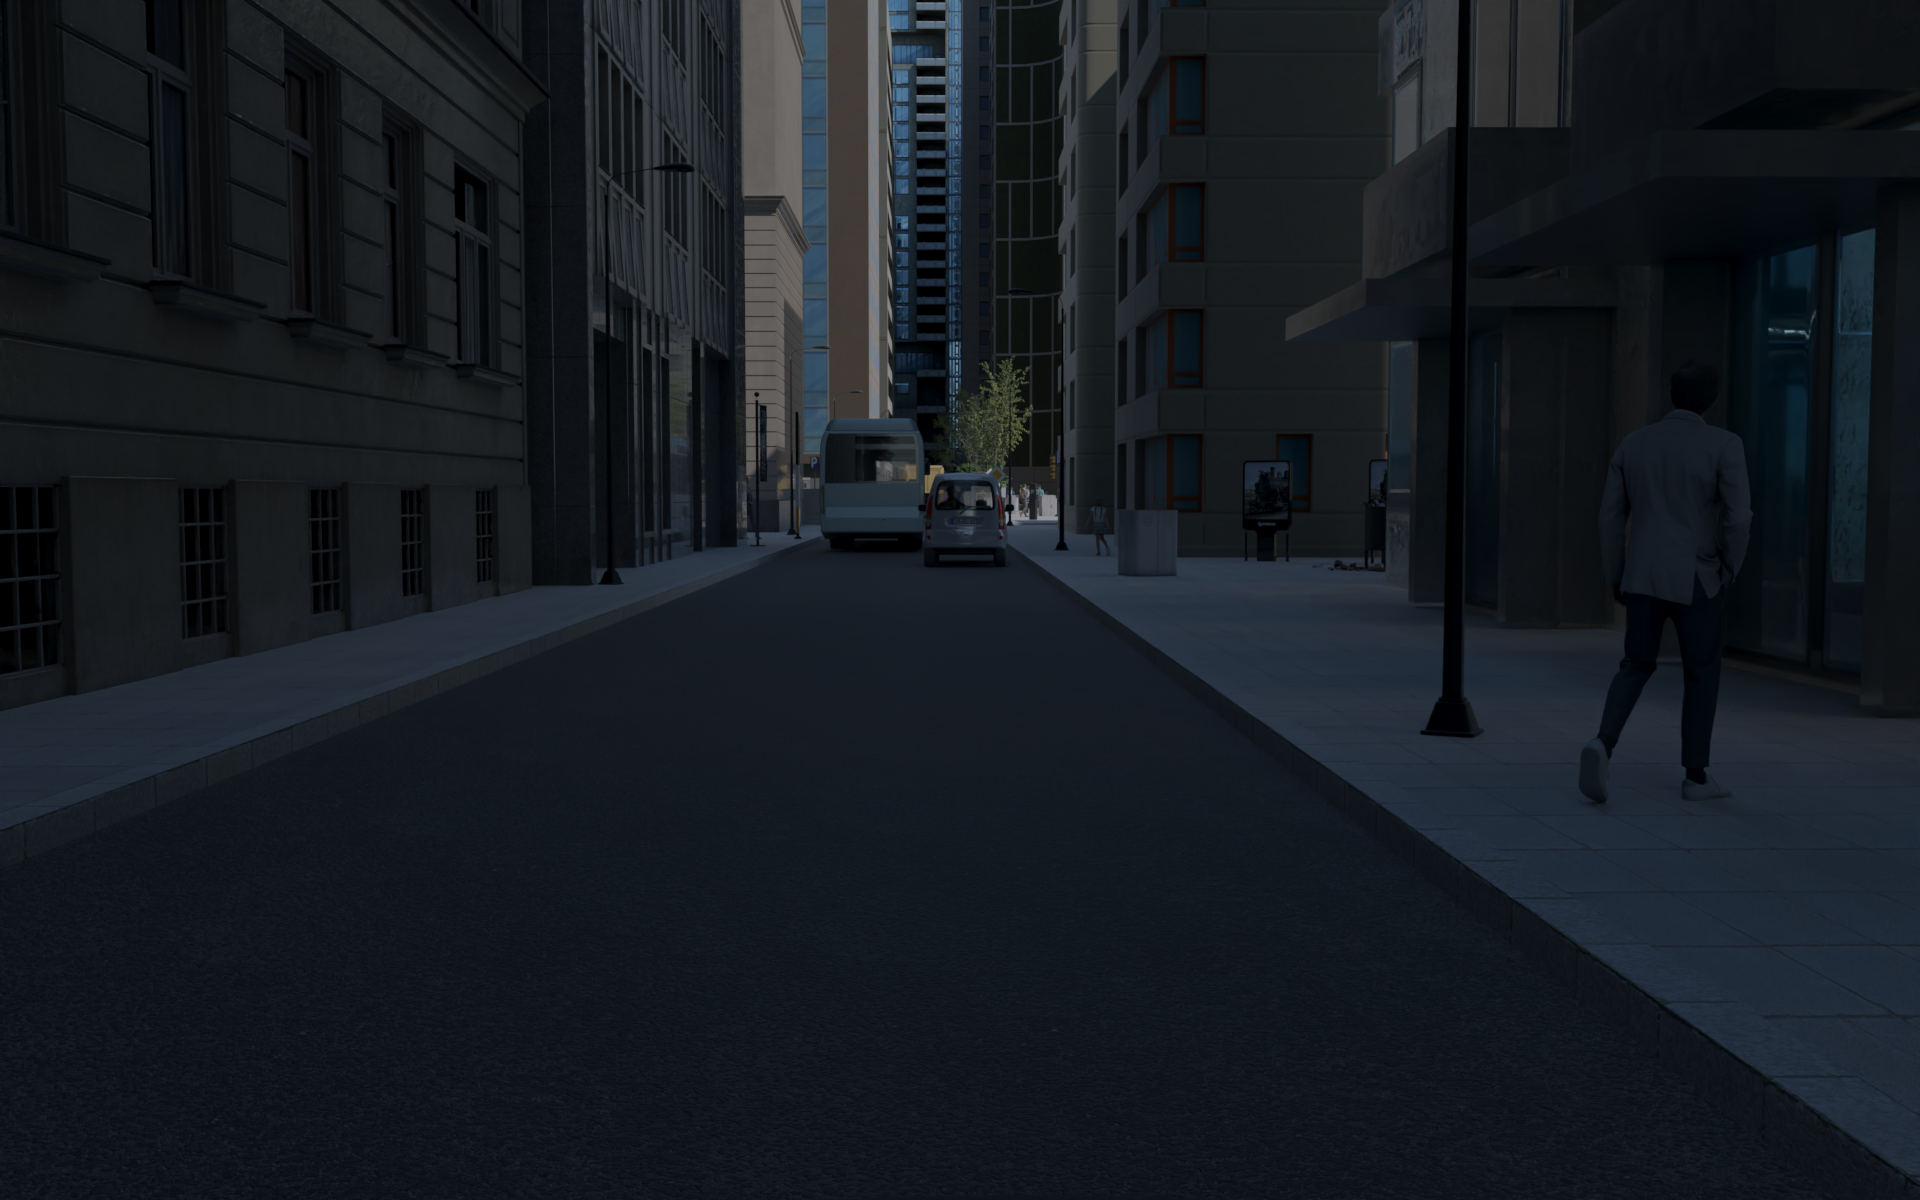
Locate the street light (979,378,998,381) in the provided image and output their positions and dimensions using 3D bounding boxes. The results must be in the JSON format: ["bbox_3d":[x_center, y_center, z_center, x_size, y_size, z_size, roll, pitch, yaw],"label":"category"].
[{"bbox_3d":[1.464,-5.925,69.409,1.470,5.913,1.316,0,4,-1],"label":"street light"}]

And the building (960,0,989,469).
[{"bbox_3d":[10.582,-39.836,193.315,21.231,58.520,28.212,0,4,-1],"label":"building"}]

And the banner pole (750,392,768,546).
[{"bbox_3d":[-4.910,-3.224,42.728,0.401,3.779,0.863,1,4,16],"label":"banner pole"}]

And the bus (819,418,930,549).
[{"bbox_3d":[-2.282,-3.296,48.756,2.948,3.499,13.247,0,4,-1],"label":"bus"}]

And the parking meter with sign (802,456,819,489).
[{"bbox_3d":[-7.292,-5.106,79.745,0.543,3.016,1.738,3,5,43],"label":"parking meter with sign"}]

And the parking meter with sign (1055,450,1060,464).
[{"bbox_3d":[4.572,-4.478,69.470,0.543,3.016,1.738,3,5,41],"label":"parking meter with sign"}]

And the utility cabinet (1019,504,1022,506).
[{"bbox_3d":[4.736,-7.482,133.499,0.306,1.237,1.020,-3,5,-45],"label":"utility cabinet"}]

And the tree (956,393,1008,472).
[{"bbox_3d":[1.680,-10.749,126.111,4.360,8.622,3.978,0,3,0],"label":"tree"}]

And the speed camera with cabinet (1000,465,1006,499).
[{"bbox_3d":[2.097,-7.545,117.695,2.038,3.252,0.660,2,4,33],"label":"speed camera with cabinet"}]

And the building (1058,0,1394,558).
[{"bbox_3d":[17.606,-12.467,48.870,27.650,21.520,28.899,0,4,-1],"label":"building"}]

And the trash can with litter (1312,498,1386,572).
[{"bbox_3d":[6.888,-1.118,29.343,1.678,1.210,2.233,-2,4,-25],"label":"trash can with litter"}]

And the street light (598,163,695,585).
[{"bbox_3d":[-4.417,-3.174,24.438,1.470,5.913,1.316,0,4,-1],"label":"street light"}]

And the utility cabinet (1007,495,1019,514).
[{"bbox_3d":[3.306,-6.101,110.912,0.306,1.237,1.020,-1,4,-13],"label":"utility cabinet"}]

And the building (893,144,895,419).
[{"bbox_3d":[-14.543,-31.366,196.427,14.154,41.232,14.086,0,4,-1],"label":"building"}]

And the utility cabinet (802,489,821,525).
[{"bbox_3d":[-5.842,-3.784,70.547,1.173,1.500,0.318,0,4,6],"label":"utility cabinet"}]

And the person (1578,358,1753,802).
[{"bbox_3d":[2.938,-0.079,7.187,0.795,1.843,0.661,-3,5,-40],"label":"person"}]

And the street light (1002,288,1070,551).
[{"bbox_3d":[1.776,-4.081,39.261,1.470,5.913,1.316,0,4,-1],"label":"street light"}]

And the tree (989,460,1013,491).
[{"bbox_3d":[1.850,-6.275,97.197,1.663,3.219,1.824,0,3,0],"label":"tree"}]

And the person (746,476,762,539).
[{"bbox_3d":[-5.973,-2.629,49.294,0.573,1.790,0.520,1,4,15],"label":"person"}]

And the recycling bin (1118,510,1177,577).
[{"bbox_3d":[2.955,-0.902,27.310,0.722,1.027,0.722,-1,4,-20],"label":"recycling bin"}]

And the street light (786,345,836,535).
[{"bbox_3d":[-4.729,-4.992,54.153,1.470,5.913,1.316,0,4,-1],"label":"street light"}]

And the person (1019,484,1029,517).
[{"bbox_3d":[3.503,-5.460,95.278,0.822,1.834,0.622,-3,4,-36],"label":"person"}]

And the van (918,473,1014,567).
[{"bbox_3d":[0.119,-1.743,35.516,2.013,2.044,4.112,0,4,1],"label":"van"}]

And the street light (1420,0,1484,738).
[{"bbox_3d":[2.097,-2.236,9.103,1.470,5.913,1.316,0,4,-1],"label":"street light"}]

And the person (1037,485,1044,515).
[{"bbox_3d":[4.927,-6.243,107.978,0.638,1.841,0.748,2,4,35],"label":"person"}]

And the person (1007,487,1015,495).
[{"bbox_3d":[3.750,-7.523,129.227,0.721,1.800,0.419,-1,4,-12],"label":"person"}]

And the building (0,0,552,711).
[{"bbox_3d":[-12.862,-10.712,8.428,16.112,22.955,30.059,0,4,-1],"label":"building"}]

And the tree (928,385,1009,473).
[{"bbox_3d":[0.704,-12.993,146.849,7.601,10.594,8.767,0,4,1],"label":"tree"}]

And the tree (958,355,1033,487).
[{"bbox_3d":[1.986,-8.692,92.472,4.737,8.622,4.395,0,3,0],"label":"tree"}]

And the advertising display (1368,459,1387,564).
[{"bbox_3d":[7.900,-1.620,31.696,0.123,1.923,0.974,-3,4,-39],"label":"advertising display"}]

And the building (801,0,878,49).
[{"bbox_3d":[-11.221,-26.698,86.619,14.600,45.320,14.200,0,4,-1],"label":"building"}]

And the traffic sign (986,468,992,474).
[{"bbox_3d":[1.403,-4.639,78.035,0.795,2.593,0.064,0,4,-1],"label":"traffic sign"}]

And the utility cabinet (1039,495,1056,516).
[{"bbox_3d":[5.122,-5.515,101.337,1.020,1.237,0.306,-2,4,-33],"label":"utility cabinet"}]

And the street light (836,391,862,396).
[{"bbox_3d":[-5.080,-6.438,77.795,1.470,5.913,1.316,0,4,-1],"label":"street light"}]

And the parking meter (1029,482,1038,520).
[{"bbox_3d":[3.648,-4.904,85.887,0.399,1.863,0.255,2,4,25],"label":"parking meter"}]

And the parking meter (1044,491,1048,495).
[{"bbox_3d":[7.296,-8.516,147.652,0.372,1.533,0.369,0,3,0],"label":"parking meter"}]

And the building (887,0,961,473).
[{"bbox_3d":[-1.072,-57.112,246.453,31.000,86.520,22.319,0,4,-1],"label":"building"}]

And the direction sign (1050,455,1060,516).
[{"bbox_3d":[5.580,-6.558,99.226,0.876,3.537,0.379,1,4,12],"label":"direction sign"}]

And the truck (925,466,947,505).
[{"bbox_3d":[-2.409,-7.373,116.474,3.469,3.379,9.791,0,4,-1],"label":"truck"}]

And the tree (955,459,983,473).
[{"bbox_3d":[0.867,-10.616,157.286,4.285,4.588,4.351,0,3,0],"label":"tree"}]

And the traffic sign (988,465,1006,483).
[{"bbox_3d":[1.507,-4.151,70.051,0.795,2.593,0.064,0,4,-1],"label":"traffic sign"}]

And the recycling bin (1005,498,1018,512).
[{"bbox_3d":[3.664,-6.776,123.339,0.722,1.027,0.722,-2,4,-31],"label":"recycling bin"}]

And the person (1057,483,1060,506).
[{"bbox_3d":[4.031,-3.794,68.081,0.388,1.821,0.555,3,5,44],"label":"person"}]

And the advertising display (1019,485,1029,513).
[{"bbox_3d":[4.436,-6.818,116.688,0.974,1.923,0.123,-1,4,-20],"label":"advertising display"}]

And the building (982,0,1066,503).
[{"bbox_3d":[10.860,-47.672,217.696,20.563,71.187,20.611,0,4,-1],"label":"building"}]

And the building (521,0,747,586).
[{"bbox_3d":[-11.300,-13.169,33.343,12.078,24.808,19.932,0,4,-1],"label":"building"}]

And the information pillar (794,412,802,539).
[{"bbox_3d":[-4.634,-3.556,49.495,0.183,3.616,0.504,0,4,0],"label":"information pillar"}]

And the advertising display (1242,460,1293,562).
[{"bbox_3d":[5.848,-1.698,32.982,0.974,1.923,0.123,2,4,34],"label":"advertising display"}]

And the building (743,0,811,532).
[{"bbox_3d":[-18.258,-16.250,62.943,25.104,27.353,12.463,0,4,-1],"label":"building"}]

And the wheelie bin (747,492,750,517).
[{"bbox_3d":[-5.838,-2.253,44.748,0.693,1.594,0.980,3,4,37],"label":"wheelie bin"}]

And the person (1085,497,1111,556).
[{"bbox_3d":[2.862,-1.522,35.946,0.505,1.210,0.382,0,4,-6],"label":"person"}]

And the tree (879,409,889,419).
[{"bbox_3d":[-6.444,-9.028,97.974,4.360,8.622,3.978,0,3,0],"label":"tree"}]

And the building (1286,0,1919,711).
[{"bbox_3d":[15.716,-23.901,10.395,23.786,49.044,30.456,0,4,-1],"label":"building"}]

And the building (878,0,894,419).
[{"bbox_3d":[-17.193,-32.990,163.091,21.300,48.544,21.600,0,4,-1],"label":"building"}]
